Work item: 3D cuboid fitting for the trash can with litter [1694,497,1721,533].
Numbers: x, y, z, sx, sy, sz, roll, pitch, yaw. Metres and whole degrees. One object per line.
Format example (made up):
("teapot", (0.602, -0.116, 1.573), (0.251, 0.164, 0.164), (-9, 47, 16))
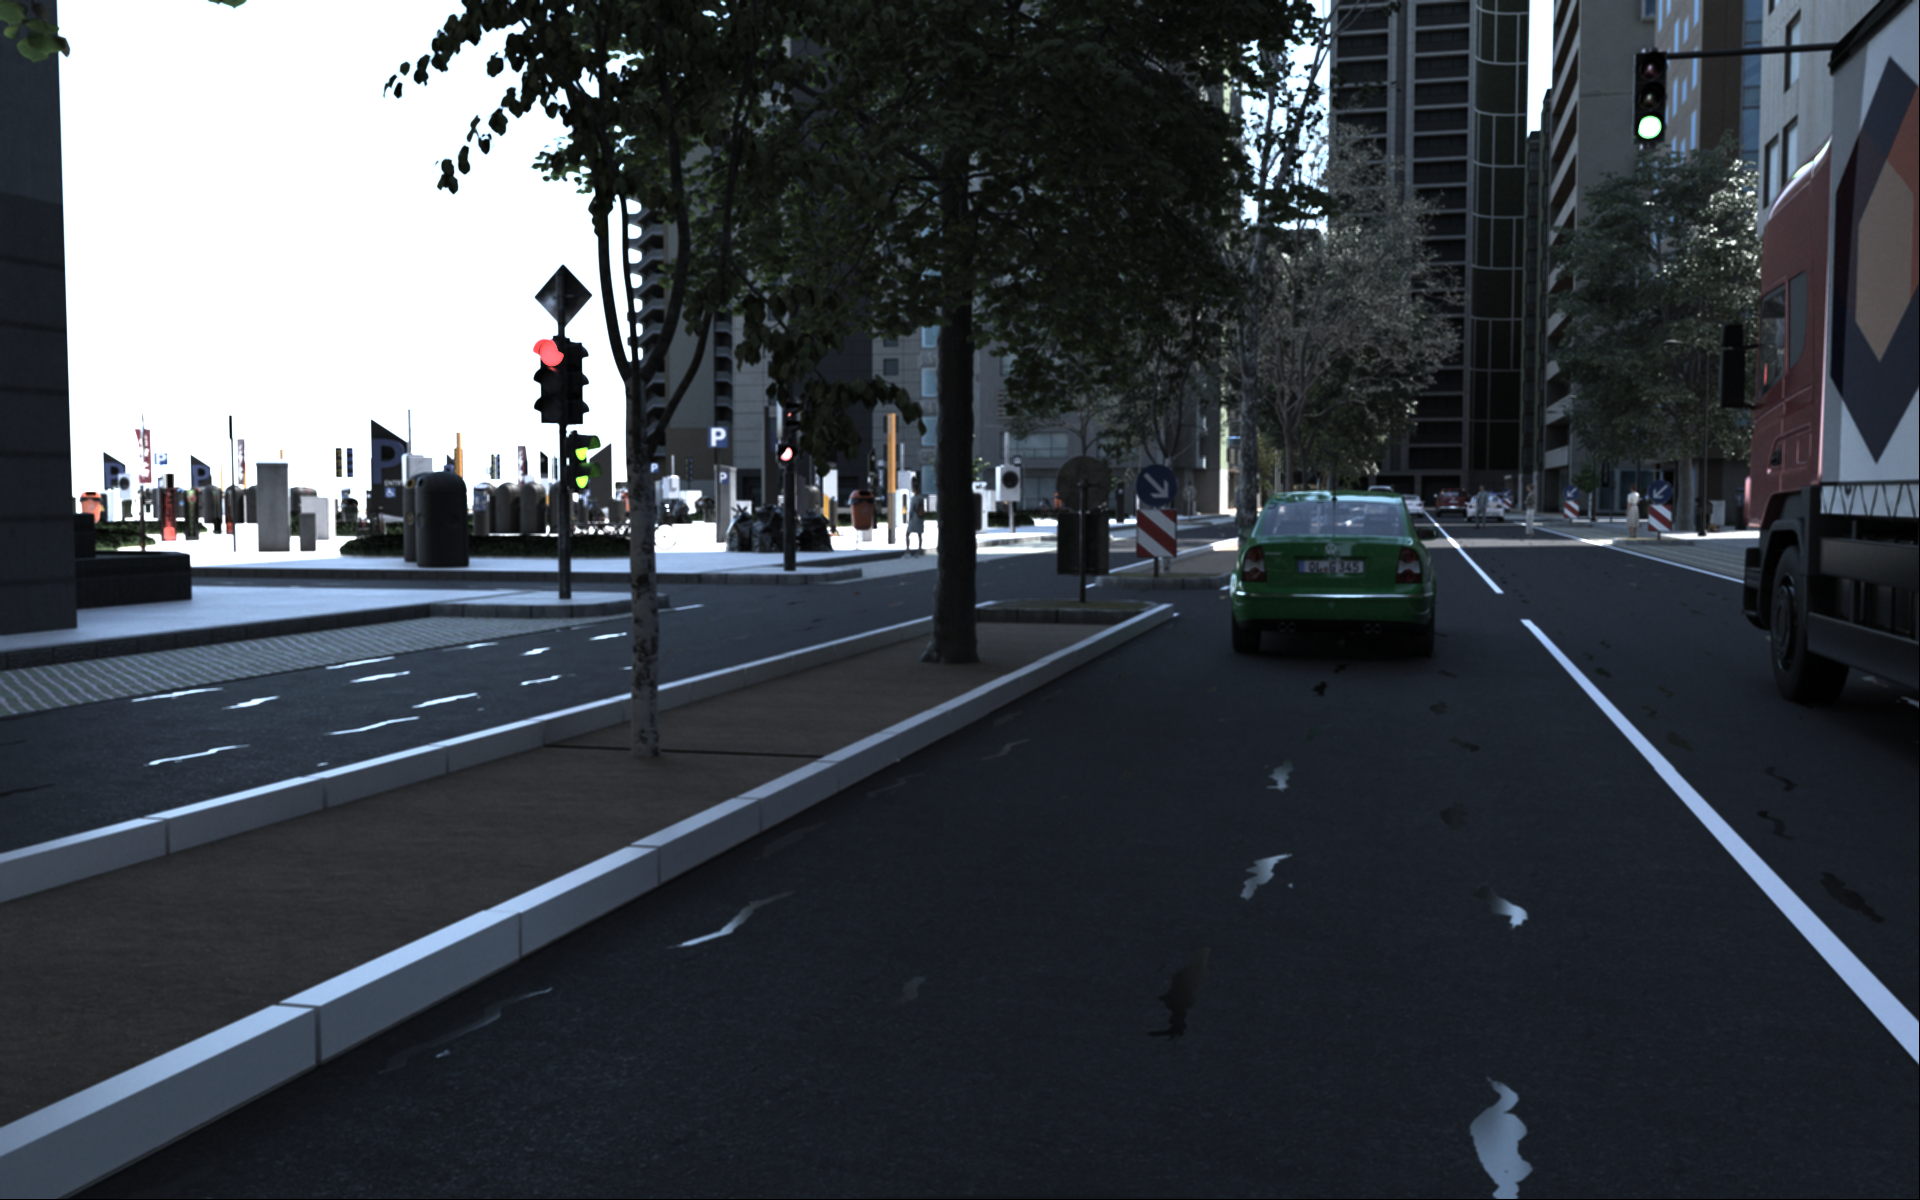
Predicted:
("trash can with litter", (25.018, -2.841, 57.842), (0.624, 1.170, 1.055), (-1, 4, -15))

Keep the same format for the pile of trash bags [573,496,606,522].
("pile of trash bags", (-16.838, -4.311, 80.238), (3.447, 1.369, 1.912), (-1, 4, -9))

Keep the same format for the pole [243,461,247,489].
("pole", (-44.366, -6.951, 107.489), (0.158, 3.312, 0.155), (0, 3, 0))

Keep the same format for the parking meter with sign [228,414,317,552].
("parking meter with sign", (-15.172, -2.570, 38.277), (1.738, 3.016, 0.543), (-1, 4, -18))

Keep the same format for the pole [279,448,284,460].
("pole", (-30.245, -5.105, 77.310), (0.158, 3.312, 0.155), (0, 3, 0))

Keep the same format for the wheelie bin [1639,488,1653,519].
("wheelie bin", (35.145, -4.953, 88.887), (0.693, 1.594, 0.980), (-1, 4, -11))

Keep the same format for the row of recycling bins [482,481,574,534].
("row of recycling bins", (-14.154, -2.995, 56.087), (3.534, 1.692, 1.069), (1, 4, 14))

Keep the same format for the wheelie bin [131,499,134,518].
("wheelie bin", (-44.451, -5.147, 92.063), (0.693, 1.594, 0.980), (2, 4, 24))

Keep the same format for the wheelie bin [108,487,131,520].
("wheelie bin", (-39.355, -4.444, 80.570), (0.693, 1.594, 0.980), (2, 4, 28))

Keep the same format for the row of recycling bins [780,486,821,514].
("row of recycling bins", (-7.808, -4.763, 84.987), (1.069, 1.692, 3.534), (-2, 4, -29))

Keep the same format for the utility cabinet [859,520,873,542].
("utility cabinet", (-2.532, -2.153, 46.365), (0.306, 1.237, 1.020), (-1, 4, -9))

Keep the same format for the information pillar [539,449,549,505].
("information pillar", (-21.610, -6.033, 89.992), (0.504, 3.616, 0.183), (-2, 4, -26))

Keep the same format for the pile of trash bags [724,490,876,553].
("pile of trash bags", (-3.485, -1.794, 39.090), (3.447, 1.369, 1.912), (-2, 4, -30))

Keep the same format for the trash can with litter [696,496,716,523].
("trash can with litter", (-10.888, -3.949, 75.955), (0.624, 1.170, 1.055), (2, 4, 34))

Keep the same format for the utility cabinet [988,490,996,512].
("utility cabinet", (1.783, -5.373, 96.532), (0.318, 1.500, 1.173), (0, 4, -7))

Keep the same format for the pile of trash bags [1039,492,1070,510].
("pile of trash bags", (5.283, -5.225, 95.189), (1.912, 1.369, 3.447), (0, 4, -2))

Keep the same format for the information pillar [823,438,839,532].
("information pillar", (-4.370, -4.110, 58.560), (0.504, 3.616, 0.183), (-1, 4, -20))

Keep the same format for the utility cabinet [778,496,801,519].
("utility cabinet", (-5.806, -2.853, 57.801), (1.020, 1.237, 0.306), (1, 4, 20))

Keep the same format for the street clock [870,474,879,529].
("street clock", (-3.106, -3.562, 62.802), (0.358, 2.002, 0.471), (-1, 4, -19))

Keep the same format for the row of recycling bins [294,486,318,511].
("row of recycling bins", (-38.666, -5.780, 101.622), (1.069, 1.692, 3.534), (0, 3, 0))

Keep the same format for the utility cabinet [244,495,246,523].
("utility cabinet", (-31.821, -4.035, 77.141), (0.306, 1.237, 1.020), (3, 5, 42))

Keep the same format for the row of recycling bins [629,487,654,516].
("row of recycling bins", (-18.130, -5.563, 98.066), (1.069, 1.692, 3.534), (2, 4, 28))

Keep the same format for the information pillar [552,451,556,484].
("information pillar", (-22.321, -6.357, 95.288), (0.183, 3.616, 0.504), (-2, 4, -31))

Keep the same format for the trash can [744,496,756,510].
("trash can", (-12.902, -5.805, 106.560), (0.748, 1.137, 0.748), (0, 3, 0))

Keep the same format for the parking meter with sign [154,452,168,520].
("parking meter with sign", (-32.911, -4.597, 71.423), (0.543, 3.016, 1.738), (-2, 4, -25))

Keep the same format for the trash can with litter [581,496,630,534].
("trash can with litter", (-10.792, -2.531, 52.441), (2.233, 1.210, 1.678), (-1, 4, -23))

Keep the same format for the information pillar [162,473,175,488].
("information pillar", (-27.163, -3.364, 59.489), (0.304, 2.012, 0.304), (-3, 5, -42))

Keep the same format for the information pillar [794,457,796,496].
("information pillar", (-7.887, -5.570, 82.416), (0.183, 3.616, 0.504), (0, 4, -2))

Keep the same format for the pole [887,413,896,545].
("pole", (-1.731, -3.058, 43.837), (0.158, 3.312, 0.155), (0, 3, 0))

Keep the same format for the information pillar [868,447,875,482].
("information pillar", (-4.396, -5.799, 86.174), (0.183, 3.616, 0.504), (2, 4, 33))

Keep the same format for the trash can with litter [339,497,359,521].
("trash can with litter", (-20.985, -2.951, 59.641), (0.624, 1.170, 1.055), (-1, 4, -10))

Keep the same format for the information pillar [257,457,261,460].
("information pillar", (-43.861, -7.176, 108.682), (0.504, 3.616, 0.183), (2, 4, 26))

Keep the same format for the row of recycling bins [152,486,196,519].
("row of recycling bins", (-41.016, -5.185, 91.879), (1.069, 1.692, 3.534), (3, 5, 43))

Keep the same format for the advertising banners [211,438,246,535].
("advertising banners", (-23.021, -3.568, 54.526), (2.074, 3.025, 0.090), (3, 4, 38))

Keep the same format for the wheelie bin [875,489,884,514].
("wheelie bin", (-4.809, -5.563, 98.865), (0.980, 1.594, 0.693), (0, 4, -5))

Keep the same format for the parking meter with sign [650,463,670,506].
("parking meter with sign", (-16.641, -6.119, 96.311), (0.543, 3.016, 1.738), (-2, 4, -35))

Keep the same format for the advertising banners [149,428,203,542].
("advertising banners", (-21.357, -3.091, 46.729), (0.090, 3.025, 2.074), (2, 4, 26))

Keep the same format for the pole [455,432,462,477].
("pole", (-16.364, -3.839, 56.603), (0.158, 3.312, 0.155), (0, 3, 0))

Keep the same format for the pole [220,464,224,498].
("pole", (-50.429, -7.613, 118.323), (0.158, 3.312, 0.155), (0, 3, 0))

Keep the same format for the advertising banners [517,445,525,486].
("advertising banners", (-16.129, -4.021, 61.933), (2.074, 3.025, 0.090), (3, 5, 41))

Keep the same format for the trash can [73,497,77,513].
("trash can", (-50.637, -5.319, 98.616), (0.748, 1.137, 0.748), (0, 3, 0))

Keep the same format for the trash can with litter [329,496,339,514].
("trash can with litter", (-29.958, -4.312, 81.562), (2.233, 1.210, 1.678), (-3, 4, -36))

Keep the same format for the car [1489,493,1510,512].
("car", (39.761, -7.258, 128.259), (1.945, 1.707, 3.694), (1, 4, 14))

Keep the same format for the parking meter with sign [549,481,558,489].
("parking meter with sign", (-22.949, -6.229, 98.101), (1.738, 3.016, 0.543), (2, 4, 30))

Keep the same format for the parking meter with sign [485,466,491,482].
("parking meter with sign", (-29.788, -6.909, 109.231), (0.543, 3.016, 1.738), (-2, 4, -26))

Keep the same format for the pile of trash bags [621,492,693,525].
("pile of trash bags", (-12.833, -3.930, 74.004), (1.912, 1.369, 3.447), (-2, 4, -34))

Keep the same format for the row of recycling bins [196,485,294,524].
("row of recycling bins", (-30.904, -4.150, 74.963), (3.534, 1.692, 1.069), (-1, 4, -10))

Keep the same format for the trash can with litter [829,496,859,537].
("trash can with litter", (-3.693, -2.531, 52.446), (1.678, 1.210, 2.233), (0, 4, 2))

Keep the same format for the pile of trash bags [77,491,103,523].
("pile of trash bags", (-26.234, -2.409, 49.146), (3.447, 1.369, 1.912), (-2, 4, -34))

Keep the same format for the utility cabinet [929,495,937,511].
("utility cabinet", (-1.138, -4.920, 91.598), (1.020, 1.237, 0.306), (0, 4, -1))

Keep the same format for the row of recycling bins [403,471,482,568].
("row of recycling bins", (-9.595, -1.509, 31.783), (1.069, 1.692, 3.534), (-1, 4, -22))

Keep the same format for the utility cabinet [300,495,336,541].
("utility cabinet", (-17.793, -2.255, 48.037), (1.020, 1.237, 0.306), (2, 4, 26))

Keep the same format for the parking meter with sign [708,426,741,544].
("parking meter with sign", (-6.135, -3.014, 45.547), (0.543, 3.016, 1.738), (0, 4, 6))

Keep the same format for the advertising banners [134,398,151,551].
("advertising banners", (-15.362, -2.222, 32.515), (0.090, 3.025, 2.074), (-2, 4, -27))

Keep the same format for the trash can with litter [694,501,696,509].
("trash can with litter", (-12.748, -4.415, 83.571), (1.055, 1.170, 0.624), (2, 4, 23))
